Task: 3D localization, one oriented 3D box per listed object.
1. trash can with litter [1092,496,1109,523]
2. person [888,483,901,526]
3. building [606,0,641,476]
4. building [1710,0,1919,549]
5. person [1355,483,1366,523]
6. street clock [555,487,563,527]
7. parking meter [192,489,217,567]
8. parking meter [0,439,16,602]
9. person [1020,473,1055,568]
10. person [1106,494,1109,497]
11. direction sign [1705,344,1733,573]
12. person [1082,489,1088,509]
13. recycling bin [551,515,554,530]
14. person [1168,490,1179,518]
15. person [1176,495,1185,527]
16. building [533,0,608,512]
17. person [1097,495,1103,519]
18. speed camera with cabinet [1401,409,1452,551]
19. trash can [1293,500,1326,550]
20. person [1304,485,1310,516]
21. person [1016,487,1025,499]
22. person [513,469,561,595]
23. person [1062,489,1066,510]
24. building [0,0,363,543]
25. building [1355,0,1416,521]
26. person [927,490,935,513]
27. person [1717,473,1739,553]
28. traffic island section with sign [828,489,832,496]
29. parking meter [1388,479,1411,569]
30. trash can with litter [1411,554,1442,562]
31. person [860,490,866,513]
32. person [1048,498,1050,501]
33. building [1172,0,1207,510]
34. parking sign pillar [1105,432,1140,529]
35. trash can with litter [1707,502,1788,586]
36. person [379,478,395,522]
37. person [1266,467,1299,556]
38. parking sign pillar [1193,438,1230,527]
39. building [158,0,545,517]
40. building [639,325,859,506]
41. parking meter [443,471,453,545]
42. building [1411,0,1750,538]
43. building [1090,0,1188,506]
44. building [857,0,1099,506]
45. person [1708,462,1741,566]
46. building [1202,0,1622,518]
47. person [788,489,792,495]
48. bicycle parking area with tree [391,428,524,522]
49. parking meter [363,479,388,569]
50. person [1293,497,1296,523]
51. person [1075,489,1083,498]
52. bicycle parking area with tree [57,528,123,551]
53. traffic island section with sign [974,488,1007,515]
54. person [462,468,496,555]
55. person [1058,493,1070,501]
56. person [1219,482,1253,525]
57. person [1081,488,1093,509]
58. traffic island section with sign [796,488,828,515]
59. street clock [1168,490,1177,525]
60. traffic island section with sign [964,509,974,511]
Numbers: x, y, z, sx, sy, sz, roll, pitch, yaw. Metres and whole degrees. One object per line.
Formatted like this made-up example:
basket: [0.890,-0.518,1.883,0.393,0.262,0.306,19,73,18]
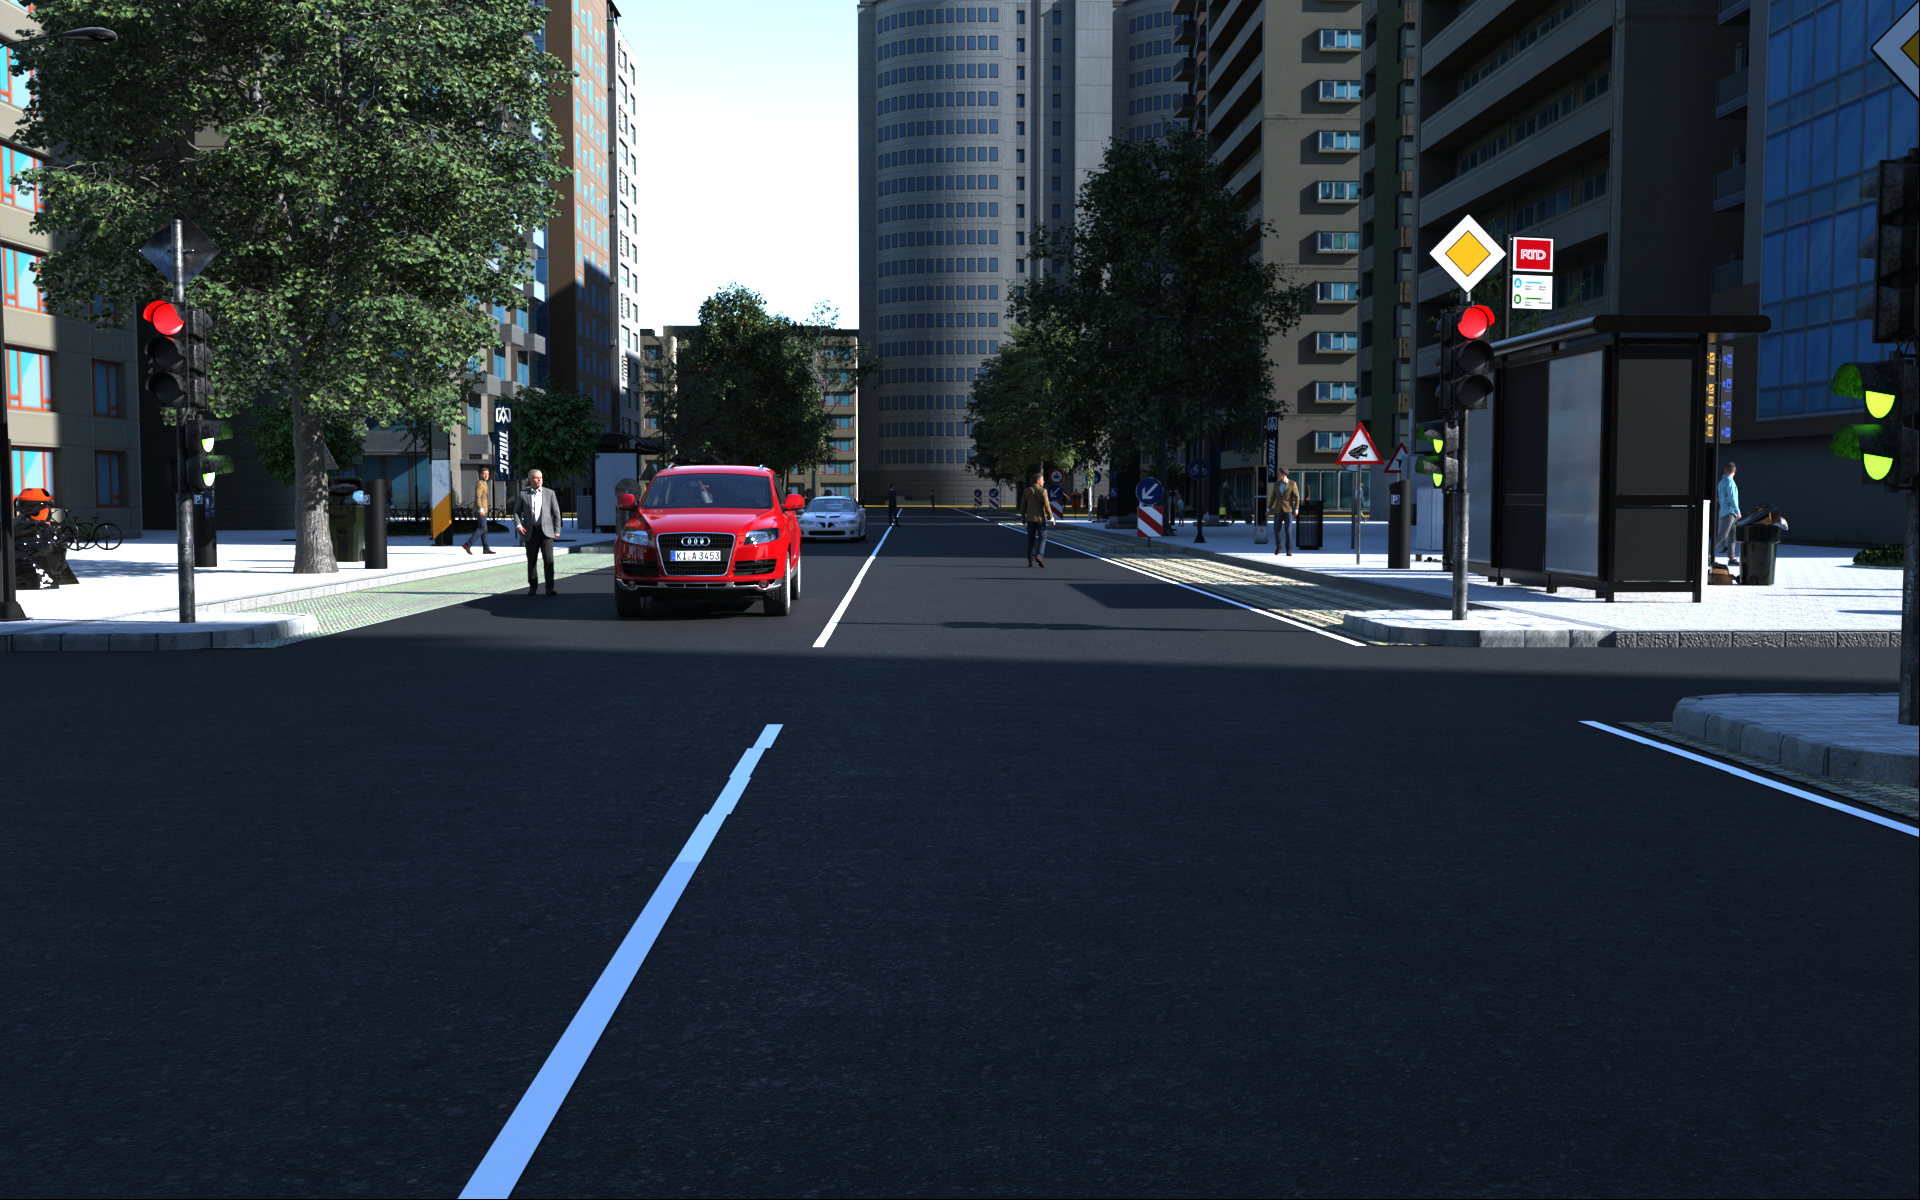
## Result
trash can with litter: [6.788,-4.093,77.973,2.233,1.210,1.678,-3,4,-37]
person: [-2.938,-4.230,77.026,0.474,1.900,0.648,-2,4,-35]
building: [-34.695,-28.310,146.466,14.086,41.232,14.154,0,4,-2]
building: [27.734,-23.815,39.488,14.200,45.320,14.600,0,4,-2]
person: [17.572,-4.269,76.073,0.641,1.798,0.478,0,4,-2]
street clock: [-15.651,-3.855,67.607,0.471,2.002,0.358,2,4,32]
parking meter: [-13.268,-1.346,30.420,0.372,1.533,0.369,0,3,0]
parking meter: [-10.184,-0.763,18.188,0.255,1.863,0.399,1,4,23]
person: [1.522,-1.557,33.873,0.656,1.842,0.836,0,4,-5]
person: [13.520,-9.010,154.172,1.217,1.723,0.721,-1,4,-13]
direction sign: [11.554,-2.110,26.492,0.876,3.537,0.379,-3,5,-39]
person: [10.954,-8.790,150.470,0.721,1.735,1.217,-3,5,-43]
recycling bin: [-13.644,-2.699,56.679,0.722,1.027,0.722,-1,4,-11]
person: [9.466,-4.331,77.136,0.678,1.792,0.850,0,4,-3]
person: [8.697,-3.520,68.284,0.332,1.250,0.352,-1,4,-11]
building: [-34.207,-29.261,128.527,14.600,45.320,14.200,0,4,-2]
person: [7.113,-4.719,87.863,0.362,1.253,0.373,-1,4,-23]
speed camera with cabinet: [10.703,-2.767,39.584,0.660,3.252,2.038,0,4,-5]
trash can: [8.029,-1.721,39.785,0.748,1.137,0.748,0,3,0]
person: [20.581,-5.905,102.730,0.705,1.807,1.348,0,4,6]
person: [5.228,-8.374,142.936,1.348,1.826,0.705,-2,4,-31]
person: [-5.921,-0.945,24.344,0.661,1.777,0.834,-2,4,-25]
person: [8.177,-7.951,136.955,0.541,1.710,0.530,-1,4,-12]
building: [-37.626,-12.836,54.903,27.650,21.520,28.899,0,4,-2]
building: [27.010,-19.234,86.183,14.160,30.474,14.107,0,4,-2]
person: [-2.275,-7.673,134.478,0.750,1.759,0.617,1,4,10]
person: [16.634,-1.899,37.649,0.362,1.759,0.519,-1,4,-12]
traffic island section with sign: [-11.102,-8.446,146.727,1.989,1.847,2.006,0,4,-2]
parking meter: [7.554,-1.306,29.760,0.372,1.533,0.369,0,3,0]
trash can with litter: [9.345,-1.325,32.729,2.233,1.210,1.678,2,4,33]
person: [-7.373,-7.420,130.544,0.721,1.743,1.217,0,4,7]
person: [8.006,-8.979,153.372,0.721,1.766,1.217,-2,4,-30]
building: [28.994,-29.707,140.334,22.147,44.769,28.867,0,4,-2]
parking sign pillar: [6.085,-4.621,64.031,1.447,3.967,1.447,3,5,45]
trash can with litter: [11.006,-0.794,24.363,1.055,1.170,0.624,0,4,1]
person: [-19.115,-3.160,57.677,0.573,1.828,0.580,2,4,31]
person: [6.730,-1.848,36.166,0.656,1.842,0.836,0,4,0]
parking sign pillar: [9.995,-4.914,68.816,1.447,3.967,1.447,0,4,-3]
building: [-38.455,-29.749,105.997,23.786,49.044,30.456,0,4,-2]
building: [-26.229,-21.925,203.515,28.899,21.520,27.650,0,4,-2]
parking meter: [-12.891,-2.310,43.482,0.255,1.863,0.399,-1,4,-22]
building: [29.420,-26.678,59.884,21.300,48.544,21.600,0,4,-2]
building: [30.605,-40.297,200.862,28.212,58.520,21.231,0,4,-2]
building: [2.381,-40.298,200.864,28.212,58.520,21.231,0,4,-2]
person: [13.568,-1.520,30.753,0.748,1.841,0.638,1,4,21]
building: [28.670,-30.050,115.013,21.300,48.544,21.600,0,4,-2]
person: [-16.577,-9.860,167.937,1.217,1.739,0.721,0,4,5]
bicycle parking area with tree: [-22.539,-5.551,77.757,9.016,4.147,8.231,3,4,37]
parking meter: [-10.020,-1.301,29.682,0.372,1.533,0.369,0,3,0]
person: [14.846,-4.368,77.373,0.836,1.842,0.656,-2,4,-25]
person: [9.921,-8.662,148.377,1.217,1.735,0.721,1,4,17]
bicycle parking area with tree: [-22.456,-3.038,36.678,9.016,4.147,8.231,0,4,7]
traffic island section with sign: [2.192,-6.772,119.357,1.989,1.847,2.006,0,4,-2]
person: [-10.194,-1.886,36.793,0.656,1.842,0.836,3,5,44]
person: [5.848,-5.767,101.049,1.217,1.735,0.721,-1,4,-19]
person: [11.537,-4.055,72.563,1.509,1.804,0.699,-1,4,-10]
person: [11.083,-9.000,153.133,1.348,1.831,0.705,0,4,7]
traffic island section with sign: [-10.331,-6.784,119.545,1.989,1.847,2.006,0,4,-2]
street clock: [8.683,-4.047,70.740,0.358,2.002,0.471,0,4,3]
traffic island section with sign: [1.389,-8.484,147.348,1.989,1.847,2.006,0,4,-2]
